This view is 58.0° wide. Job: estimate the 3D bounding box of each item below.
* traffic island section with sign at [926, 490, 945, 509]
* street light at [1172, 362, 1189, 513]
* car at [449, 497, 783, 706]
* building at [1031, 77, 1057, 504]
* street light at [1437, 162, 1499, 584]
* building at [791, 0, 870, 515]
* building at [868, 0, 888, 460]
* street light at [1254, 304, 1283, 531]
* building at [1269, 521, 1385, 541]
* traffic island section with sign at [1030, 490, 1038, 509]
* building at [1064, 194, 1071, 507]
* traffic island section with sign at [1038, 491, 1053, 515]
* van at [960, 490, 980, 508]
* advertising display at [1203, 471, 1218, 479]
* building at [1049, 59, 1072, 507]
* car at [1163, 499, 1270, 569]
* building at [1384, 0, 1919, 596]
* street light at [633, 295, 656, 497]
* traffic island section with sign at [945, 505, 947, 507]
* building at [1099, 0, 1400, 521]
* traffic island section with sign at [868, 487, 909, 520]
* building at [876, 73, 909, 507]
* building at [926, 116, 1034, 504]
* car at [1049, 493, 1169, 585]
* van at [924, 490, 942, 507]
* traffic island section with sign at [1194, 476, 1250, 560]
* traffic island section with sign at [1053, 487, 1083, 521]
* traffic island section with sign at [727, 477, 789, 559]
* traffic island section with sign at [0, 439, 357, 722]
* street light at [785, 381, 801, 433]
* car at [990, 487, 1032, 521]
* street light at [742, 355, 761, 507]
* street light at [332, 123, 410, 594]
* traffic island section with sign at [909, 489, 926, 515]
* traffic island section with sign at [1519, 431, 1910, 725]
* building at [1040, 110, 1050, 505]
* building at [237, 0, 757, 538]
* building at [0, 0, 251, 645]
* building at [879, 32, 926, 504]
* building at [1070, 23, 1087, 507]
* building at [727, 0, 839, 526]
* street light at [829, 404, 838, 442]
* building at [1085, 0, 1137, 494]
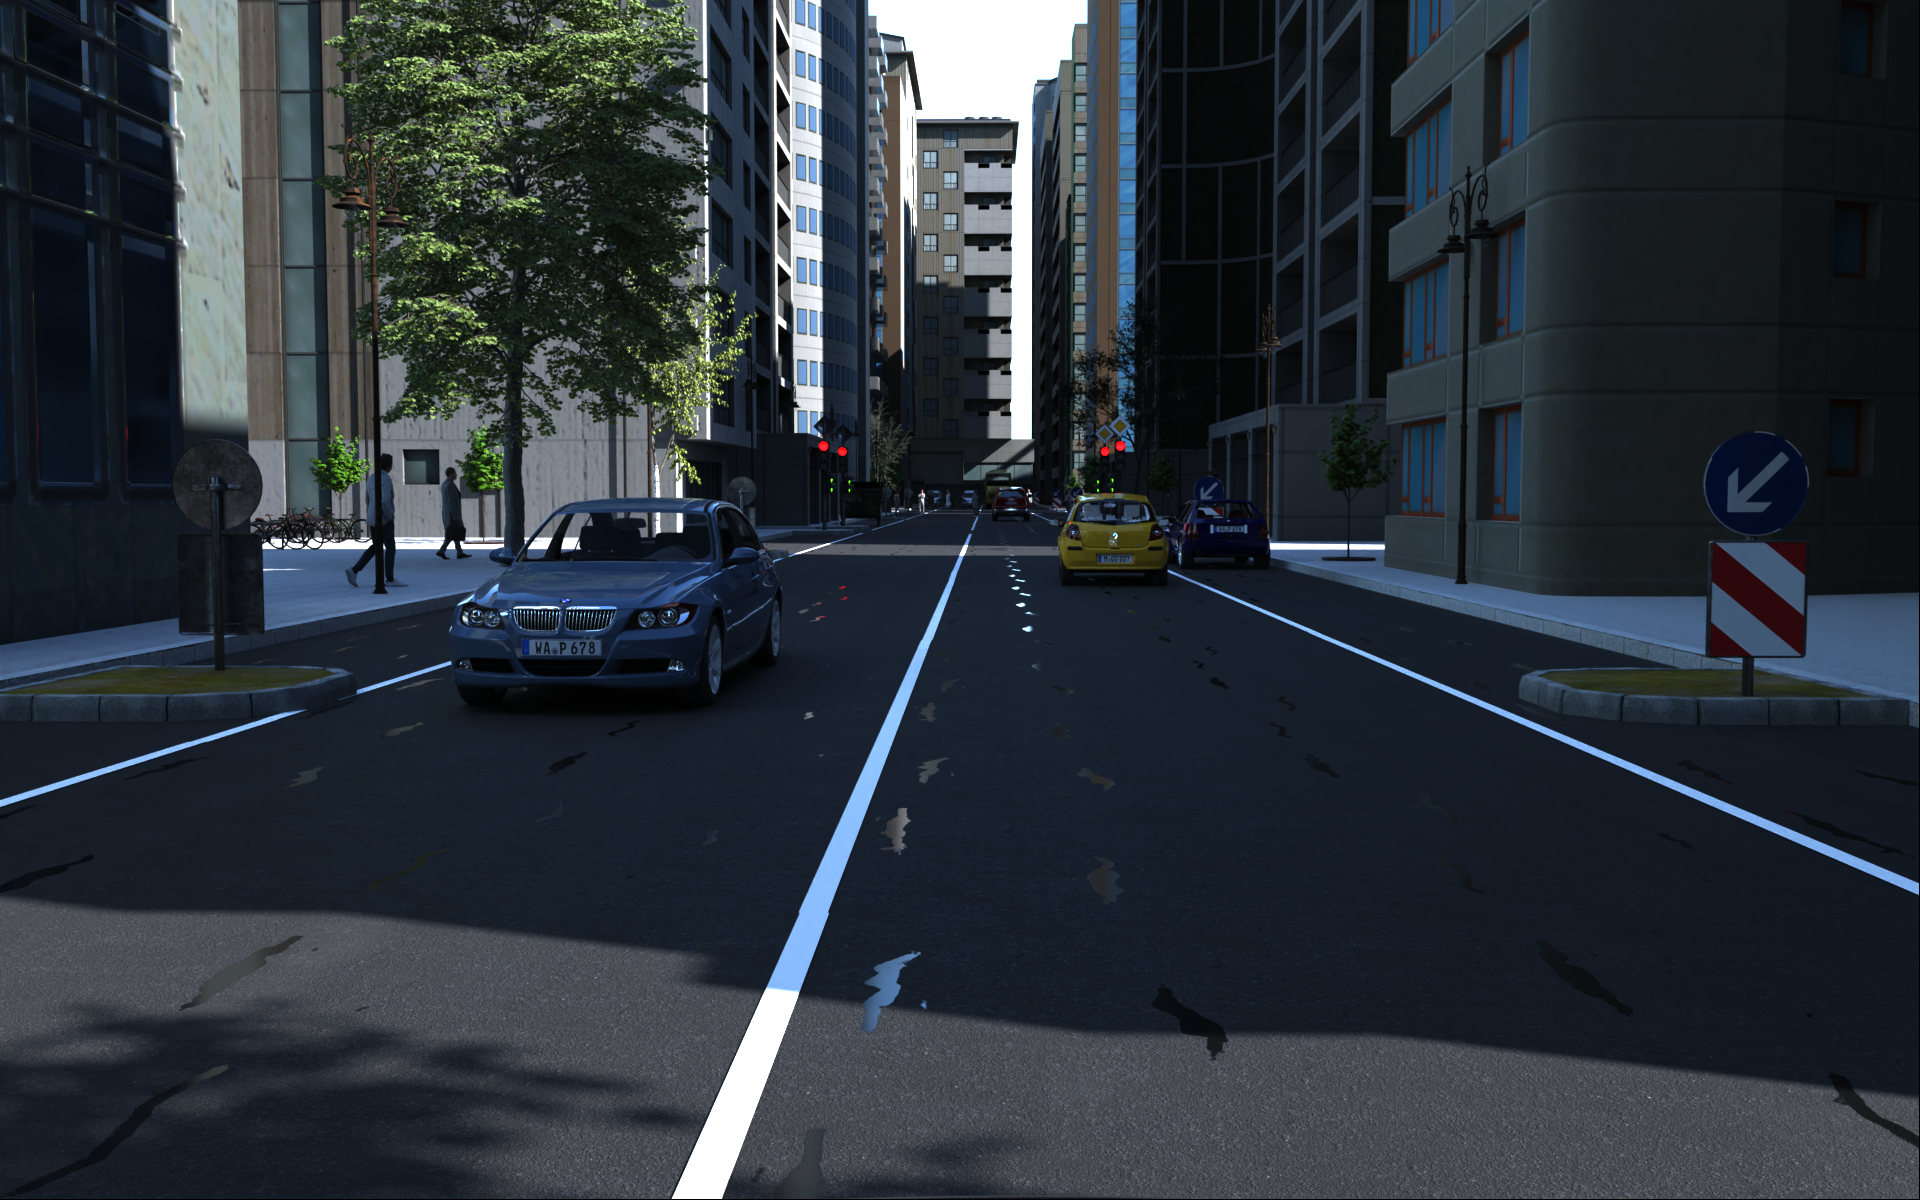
[{"bbox_3d":[-2.790,-10.018,172.430,1.989,1.847,2.006,0,4,1],"label":"traffic island section with sign"},{"bbox_3d":[7.731,-5.387,60.861,0.468,5.910,1.993,0,4,1],"label":"street light"},{"bbox_3d":[-2.453,-0.079,13.289,2.014,1.417,4.499,0,4,3],"label":"car"},{"bbox_3d":[24.148,-42.545,237.614,28.212,58.520,21.231,0,4,1],"label":"building"},{"bbox_3d":[7.162,-3.167,24.565,0.468,5.910,1.993,0,4,1],"label":"street light"},{"bbox_3d":[-17.253,-34.773,110.538,21.231,58.520,28.212,0,4,1],"label":"building"},{"bbox_3d":[-18.224,-33.063,160.188,23.786,49.044,30.456,0,4,1],"label":"building"},{"bbox_3d":[7.498,-4.246,42.207,0.468,5.910,1.993,0,4,1],"label":"street light"},{"bbox_3d":[18.895,-37.371,49.274,20.563,71.187,20.611,0,4,1],"label":"building"},{"bbox_3d":[7.411,-9.971,171.649,1.989,1.847,2.006,0,4,1],"label":"traffic island section with sign"},{"bbox_3d":[17.177,-24.296,168.936,14.160,30.474,14.107,0,4,1],"label":"building"},{"bbox_3d":[6.630,-6.885,121.196,1.989,1.847,2.006,0,4,1],"label":"traffic island section with sign"},{"bbox_3d":[1.042,-10.693,181.842,2.013,2.044,4.112,0,4,0],"label":"van"},{"bbox_3d":[7.005,-2.645,48.456,0.123,1.923,0.974,-1,4,-10],"label":"advertising display"},{"bbox_3d":[20.934,-34.400,186.149,21.300,48.544,21.600,0,4,1],"label":"building"},{"bbox_3d":[5.074,-1.344,34.552,1.945,1.354,3.894,0,3,0],"label":"car"},{"bbox_3d":[21.110,-10.418,15.371,27.650,21.520,28.899,0,4,1],"label":"building"},{"bbox_3d":[-7.180,-4.110,39.984,0.468,5.910,1.993,0,4,1],"label":"street light"},{"bbox_3d":[-2.365,-11.720,200.244,1.989,1.847,2.006,0,4,1],"label":"traffic island section with sign"},{"bbox_3d":[19.354,-40.628,102.516,20.563,71.187,20.611,0,4,1],"label":"building"},{"bbox_3d":[-4.003,-5.282,94.988,1.989,1.847,2.006,0,4,1],"label":"traffic island section with sign"},{"bbox_3d":[-12.795,-32.564,182.538,14.600,45.320,14.200,0,4,1],"label":"building"},{"bbox_3d":[-3.648,-39.908,241.733,27.495,52.752,28.713,0,4,1],"label":"building"},{"bbox_3d":[2.484,-1.125,28.616,2.015,1.641,3.980,0,4,3],"label":"car"},{"bbox_3d":[-2.843,-10.762,182.977,2.013,2.044,4.112,0,4,1],"label":"van"},{"bbox_3d":[5.345,-1.835,38.637,1.989,1.847,2.006,0,4,1],"label":"traffic island section with sign"},{"bbox_3d":[6.208,-5.235,94.220,1.989,1.847,2.006,0,4,1],"label":"traffic island section with sign"},{"bbox_3d":[-4.886,-1.846,38.805,1.989,1.847,2.006,0,4,1],"label":"traffic island section with sign"},{"bbox_3d":[-5.299,-0.197,11.853,1.989,1.847,2.006,0,4,1],"label":"traffic island section with sign"},{"bbox_3d":[-6.727,-5.942,69.933,0.468,5.910,1.993,0,4,1],"label":"street light"},{"bbox_3d":[2.743,-5.181,93.386,2.281,1.827,5.304,0,4,1],"label":"car"},{"bbox_3d":[-6.911,-5.185,57.569,0.468,5.910,1.993,0,4,1],"label":"street light"},{"bbox_3d":[-7.472,-3.019,22.142,0.468,5.910,1.993,0,4,1],"label":"street light"},{"bbox_3d":[-3.576,-6.936,122.033,1.989,1.847,2.006,0,4,1],"label":"traffic island section with sign"},{"bbox_3d":[4.917,-0.187,11.685,1.989,1.847,2.006,0,4,1],"label":"traffic island section with sign"},{"bbox_3d":[20.644,-35.808,209.165,21.300,48.544,21.600,0,4,1],"label":"building"},{"bbox_3d":[-14.146,-17.428,56.655,14.107,30.474,14.160,0,4,1],"label":"building"},{"bbox_3d":[-17.465,-42.147,1.780,22.319,86.520,31.000,0,4,1],"label":"building"},{"bbox_3d":[-18.645,-37.717,205.904,27.495,52.752,28.713,0,4,1],"label":"building"},{"bbox_3d":[16.826,-28.804,154.541,14.154,41.232,14.086,0,4,1],"label":"building"},{"bbox_3d":[-16.142,-39.115,77.779,20.563,71.187,20.611,0,4,1],"label":"building"},{"bbox_3d":[-6.452,-7.017,87.518,0.468,5.910,1.993,0,4,1],"label":"street light"},{"bbox_3d":[16.951,-29.483,132.159,14.600,45.320,14.200,0,4,1],"label":"building"}]
